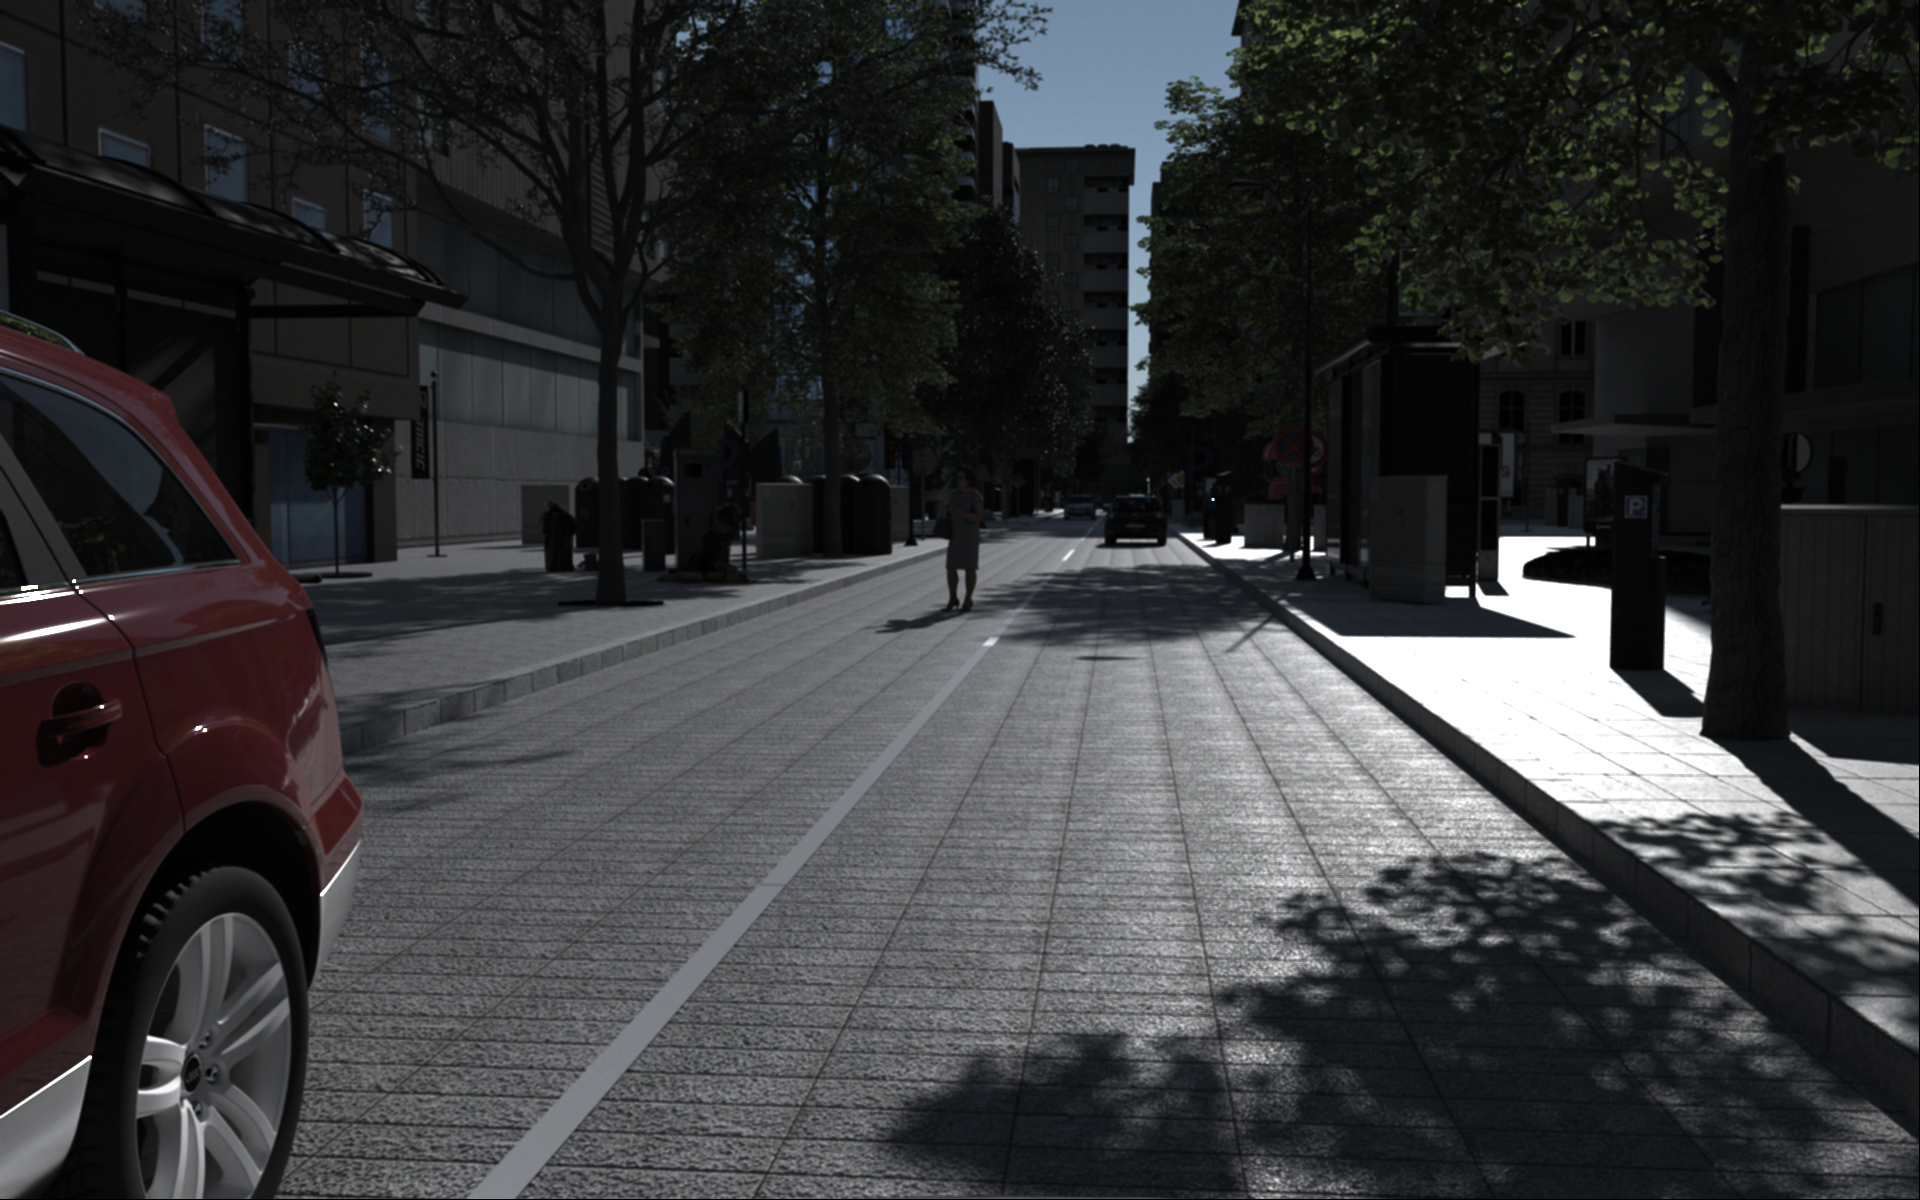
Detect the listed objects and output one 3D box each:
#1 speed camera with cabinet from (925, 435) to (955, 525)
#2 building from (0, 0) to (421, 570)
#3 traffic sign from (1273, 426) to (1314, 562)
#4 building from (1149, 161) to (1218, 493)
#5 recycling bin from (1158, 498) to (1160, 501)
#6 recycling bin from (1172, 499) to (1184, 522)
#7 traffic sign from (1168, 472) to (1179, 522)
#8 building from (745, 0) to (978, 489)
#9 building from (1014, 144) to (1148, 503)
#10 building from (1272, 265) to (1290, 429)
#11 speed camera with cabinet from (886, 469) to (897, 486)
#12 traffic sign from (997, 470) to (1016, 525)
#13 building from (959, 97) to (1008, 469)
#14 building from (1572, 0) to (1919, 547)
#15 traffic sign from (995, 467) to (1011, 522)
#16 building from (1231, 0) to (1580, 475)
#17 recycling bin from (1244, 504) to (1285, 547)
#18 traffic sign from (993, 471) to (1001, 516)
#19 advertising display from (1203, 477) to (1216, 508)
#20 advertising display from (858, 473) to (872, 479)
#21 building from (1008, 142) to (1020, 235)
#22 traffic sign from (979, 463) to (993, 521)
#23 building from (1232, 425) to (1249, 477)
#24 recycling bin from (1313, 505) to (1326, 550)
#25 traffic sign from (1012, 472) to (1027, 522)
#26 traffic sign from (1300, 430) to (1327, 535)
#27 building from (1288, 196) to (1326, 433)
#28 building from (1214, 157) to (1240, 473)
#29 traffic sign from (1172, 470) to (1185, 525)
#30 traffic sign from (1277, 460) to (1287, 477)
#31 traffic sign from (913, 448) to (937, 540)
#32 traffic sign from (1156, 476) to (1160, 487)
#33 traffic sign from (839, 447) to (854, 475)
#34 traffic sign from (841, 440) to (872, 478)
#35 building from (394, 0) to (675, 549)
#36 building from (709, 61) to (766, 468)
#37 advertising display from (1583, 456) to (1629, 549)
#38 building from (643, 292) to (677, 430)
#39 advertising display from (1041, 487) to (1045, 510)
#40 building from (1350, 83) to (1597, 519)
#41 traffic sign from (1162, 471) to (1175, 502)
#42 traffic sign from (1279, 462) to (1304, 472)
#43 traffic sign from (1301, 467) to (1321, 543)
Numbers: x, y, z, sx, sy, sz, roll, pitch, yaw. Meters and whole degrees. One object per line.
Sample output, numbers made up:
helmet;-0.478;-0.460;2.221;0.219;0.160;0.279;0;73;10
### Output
speed camera with cabinet;-0.561;-3.746;55.579;0.660;3.252;2.038;2;4;24
building;-17.928;-22.975;25.746;14.600;45.320;14.200;0;4;5
traffic sign;6.257;-1.985;32.566;0.768;2.556;0.104;1;4;9
building;38.523;-38.553;254.046;21.600;48.544;21.300;0;4;5
recycling bin;14.459;-6.927;125.814;0.722;1.027;0.722;1;4;21
recycling bin;10.383;-4.194;81.128;0.722;1.027;0.722;1;4;21
traffic sign;9.900;-4.633;79.394;0.795;2.450;0.064;0;4;5
building;-8.348;-52.491;170.896;22.319;86.520;31.000;0;4;5
building;14.475;-41.047;260.360;27.495;52.752;28.713;0;4;5
building;31.742;-19.335;135.214;14.460;24.649;34.723;0;4;5
speed camera with cabinet;-4.370;-6.761;104.878;0.660;3.252;2.038;0;4;1
traffic sign;1.941;-4.190;72.142;0.795;2.450;0.064;0;4;5
building;-2.647;-33.282;194.276;14.600;45.320;14.200;0;4;5
building;29.371;-27.488;38.665;28.713;52.752;27.495;0;4;5
traffic sign;1.999;-4.930;80.716;0.768;2.556;0.104;1;4;12
building;41.711;-35.500;169.656;28.713;52.752;27.495;0;4;5
recycling bin;7.469;-1.832;42.509;0.722;1.027;0.722;-2;4;-33
traffic sign;1.900;-6.056;99.017;0.884;2.594;0.081;1;4;10
advertising display;9.487;-3.607;64.184;0.974;1.923;0.123;-1;4;-15
advertising display;-3.139;-2.978;53.897;0.974;1.923;0.123;-3;5;-42
building;-0.070;-34.662;216.840;14.200;45.320;14.600;0;4;5
traffic sign;0.955;-4.433;72.484;0.884;2.594;0.081;1;4;13
building;40.243;-46.203;193.668;20.563;71.187;20.611;0;4;5
recycling bin;8.668;-1.680;40.025;0.722;1.027;0.722;-2;4;-31
traffic sign;2.690;-4.676;80.092;0.795;2.450;0.064;0;4;5
traffic sign;6.967;-2.108;34.576;0.768;2.556;0.104;1;4;8
building;26.253;-15.890;108.951;9.793;20.994;18.267;0;4;5
building;38.266;-32.328;212.160;14.154;41.232;14.086;0;4;5
traffic sign;9.151;-4.147;71.444;0.795;2.450;0.064;0;4;5
traffic sign;9.775;-3.137;51.398;0.768;2.556;0.104;0;4;6
traffic sign;-1.026;-2.941;48.190;0.768;2.556;0.104;0;4;6
traffic sign;14.225;-7.491;122.576;0.768;2.556;0.104;1;4;14
traffic sign;-2.978;-2.777;45.505;0.768;2.556;0.104;1;4;11
traffic sign;-2.443;-2.485;40.734;0.768;2.556;0.104;1;4;14
building;-24.399;-28.181;50.004;27.495;52.752;28.713;0;4;5
building;-21.533;-38.031;211.051;27.495;52.752;28.713;0;4;5
advertising display;11.227;-1.524;30.133;0.123;1.923;0.974;-1;4;-20
building;-47.041;-36.265;216.628;21.600;48.544;21.300;0;4;5
advertising display;6.678;-8.200;139.286;0.123;1.923;0.974;-1;4;-11
building;37.192;-16.666;91.573;34.723;24.649;14.460;0;4;5
traffic sign;11.407;-5.767;94.395;0.768;2.556;0.104;1;4;12
traffic sign;8.584;-2.718;44.542;0.768;2.556;0.104;1;4;14
traffic sign;9.037;-2.784;45.518;0.884;2.594;0.081;1;4;13
